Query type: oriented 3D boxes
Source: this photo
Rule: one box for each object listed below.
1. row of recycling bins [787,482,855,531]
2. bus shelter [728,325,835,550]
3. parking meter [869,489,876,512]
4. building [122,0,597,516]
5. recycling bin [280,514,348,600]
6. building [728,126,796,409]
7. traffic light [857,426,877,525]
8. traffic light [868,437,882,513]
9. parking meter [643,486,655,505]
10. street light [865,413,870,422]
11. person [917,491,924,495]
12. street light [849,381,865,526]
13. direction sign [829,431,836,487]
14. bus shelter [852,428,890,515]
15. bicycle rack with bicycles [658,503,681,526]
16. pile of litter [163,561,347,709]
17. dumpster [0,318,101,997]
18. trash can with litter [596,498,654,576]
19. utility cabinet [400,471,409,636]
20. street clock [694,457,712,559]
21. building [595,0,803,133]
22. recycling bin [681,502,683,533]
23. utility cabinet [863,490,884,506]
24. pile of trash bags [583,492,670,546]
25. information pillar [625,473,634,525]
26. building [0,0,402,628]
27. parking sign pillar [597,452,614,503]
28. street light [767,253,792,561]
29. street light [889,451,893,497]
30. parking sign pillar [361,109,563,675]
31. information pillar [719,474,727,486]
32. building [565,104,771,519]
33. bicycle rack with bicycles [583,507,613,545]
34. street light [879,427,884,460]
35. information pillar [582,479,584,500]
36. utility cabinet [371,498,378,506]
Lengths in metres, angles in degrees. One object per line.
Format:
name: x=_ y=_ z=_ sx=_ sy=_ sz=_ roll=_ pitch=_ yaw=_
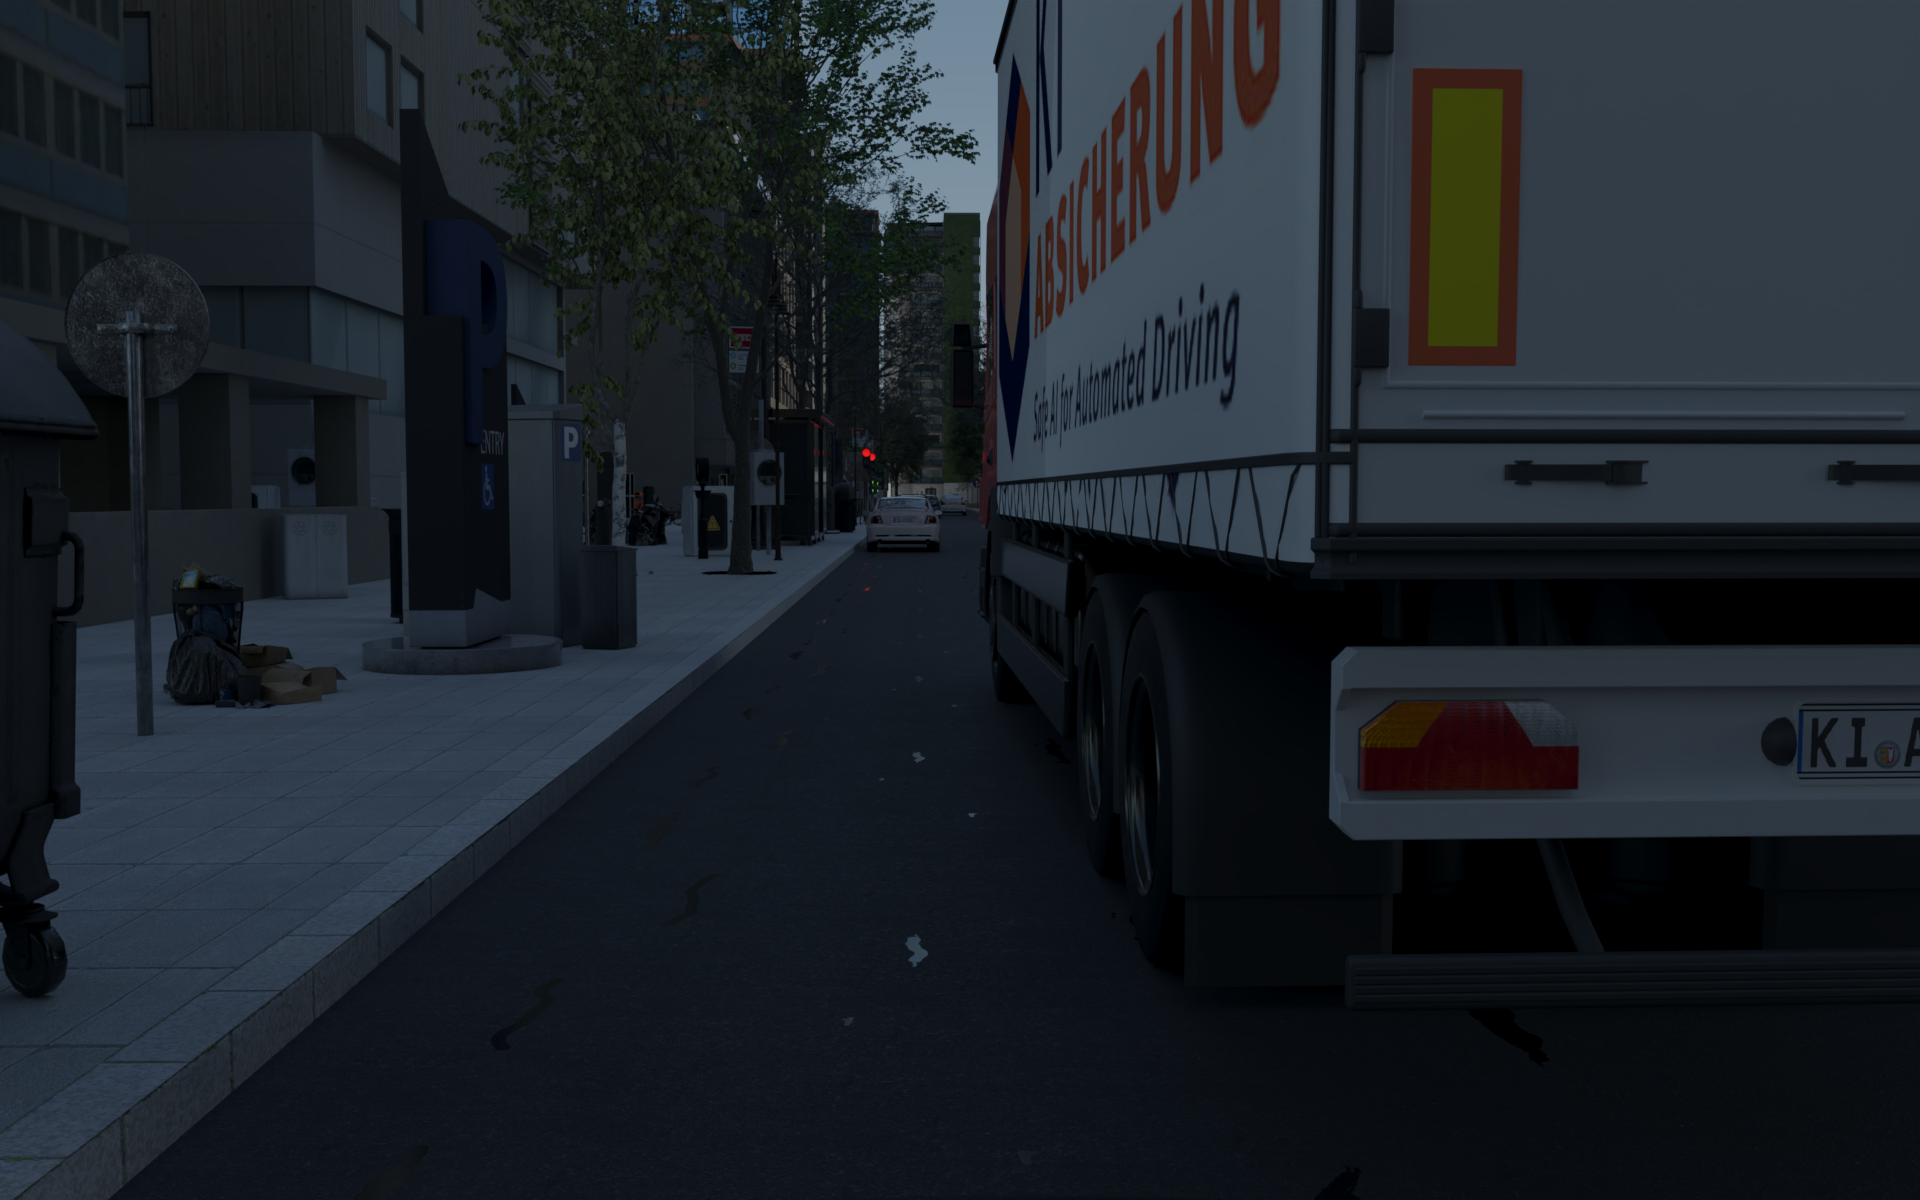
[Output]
row of recycling bins: x=-5.227 y=-3.285 z=60.828 sx=3.534 sy=1.692 sz=1.069 roll=-2 pitch=4 yaw=-35
bus shelter: x=-4.486 y=-4.058 z=43.978 sx=2.179 sy=5.291 sz=8.768 roll=0 pitch=4 yaw=-1
parking meter: x=-4.376 y=-4.783 z=86.621 sx=0.372 sy=1.533 sz=0.369 roll=0 pitch=3 yaw=0
building: x=-25.714 y=-28.039 z=47.674 sx=27.495 sy=52.752 sz=28.713 roll=0 pitch=4 yaw=-1
recycling bin: x=-7.984 y=-0.541 z=21.396 sx=0.722 sy=1.027 sz=0.722 roll=-2 pitch=4 yaw=-25
building: x=-23.588 y=-20.152 z=133.999 sx=19.350 sy=26.468 sz=34.151 roll=0 pitch=4 yaw=-1
traffic light: x=-3.850 y=-5.066 z=71.750 sx=0.839 sy=4.253 sz=0.868 roll=0 pitch=4 yaw=-1
traffic light: x=-4.029 y=-5.554 z=79.733 sx=0.839 sy=4.253 sz=0.868 roll=0 pitch=4 yaw=-1
parking meter: x=-9.761 y=-2.810 z=54.361 sx=0.372 sy=1.533 sz=0.369 roll=0 pitch=3 yaw=0
street light: x=-4.442 y=-6.588 z=80.493 sx=0.468 sy=5.910 sz=1.993 roll=0 pitch=4 yaw=-1
person: x=-3.986 y=-10.040 z=173.459 sx=0.742 sy=1.727 sz=0.445 roll=0 pitch=4 yaw=1
street light: x=-4.195 y=-5.908 z=69.378 sx=0.468 sy=5.910 sz=1.993 roll=0 pitch=4 yaw=-1
direction sign: x=-4.623 y=-4.331 z=62.806 sx=0.379 sy=3.537 sz=0.876 roll=-1 pitch=4 yaw=-20
bus shelter: x=-5.554 y=-7.986 z=108.205 sx=2.179 sy=5.291 sz=8.768 roll=0 pitch=4 yaw=-1
bicycle rack with bicycles: x=-11.378 y=-3.496 z=70.536 sx=2.925 sy=0.926 sz=2.852 roll=1 pitch=4 yaw=21
pile of litter: x=-4.562 y=0.174 z=11.127 sx=1.176 sy=0.858 sz=1.719 roll=-1 pitch=4 yaw=-10
dumpster: x=-2.860 y=0.128 z=3.670 sx=1.264 sy=1.857 sz=1.865 roll=0 pitch=4 yaw=-1
trash can with litter: x=-5.651 y=-0.994 z=27.313 sx=1.678 sy=1.210 sz=2.233 roll=-1 pitch=4 yaw=-21
utility cabinet: x=-4.443 y=-0.430 z=15.718 sx=1.173 sy=1.500 sz=0.318 roll=-3 pitch=5 yaw=-40
street clock: x=-5.076 y=-1.811 z=34.184 sx=0.358 sy=2.002 sz=0.471 roll=-1 pitch=4 yaw=-14
building: x=-31.147 y=-54.895 z=210.197 sx=31.000 sy=86.520 sz=22.319 roll=0 pitch=4 yaw=-1
recycling bin: x=-8.829 y=-2.736 z=57.285 sx=0.722 sy=1.027 sz=0.722 roll=0 pitch=4 yaw=-5
utility cabinet: x=-4.941 y=-5.498 z=98.565 sx=1.173 sy=1.500 sz=0.318 roll=1 pitch=4 yaw=10
pile of trash bags: x=-7.786 y=-2.066 z=43.528 sx=3.447 sy=1.369 sz=1.912 roll=1 pitch=4 yaw=20
information pillar: x=-11.490 y=-3.398 z=60.043 sx=0.304 sy=2.012 sz=0.304 roll=1 pitch=4 yaw=17
building: x=-24.623 y=-20.020 z=19.209 sx=32.217 sy=40.220 sz=23.993 roll=0 pitch=4 yaw=-1
parking sign pillar: x=-16.661 y=-5.761 z=82.657 sx=1.447 sy=3.967 sz=1.447 roll=-1 pitch=4 yaw=-11
street light: x=-3.520 y=-3.703 z=33.340 sx=0.468 sy=5.910 sz=1.993 roll=0 pitch=4 yaw=-1
street light: x=-6.080 y=-10.995 z=152.563 sx=0.468 sy=5.910 sz=1.993 roll=0 pitch=4 yaw=-1
parking sign pillar: x=-3.722 y=-1.492 z=12.863 sx=1.447 sy=3.967 sz=1.447 roll=0 pitch=4 yaw=-1
information pillar: x=-8.661 y=-3.602 z=63.384 sx=0.304 sy=2.012 sz=0.304 roll=0 pitch=4 yaw=-6
building: x=-19.388 y=-17.291 z=101.778 sx=14.314 sy=24.678 sz=30.058 roll=0 pitch=4 yaw=-1
bicycle rack with bicycles: x=-9.771 y=-1.676 z=40.790 sx=2.925 sy=0.926 sz=2.852 roll=2 pitch=4 yaw=27
street light: x=-5.310 y=-8.791 z=116.527 sx=0.468 sy=5.910 sz=1.993 roll=0 pitch=4 yaw=-1
information pillar: x=-19.049 y=-5.045 z=86.971 sx=0.304 sy=2.012 sz=0.304 roll=1 pitch=4 yaw=14
utility cabinet: x=-11.891 y=-1.410 z=34.213 sx=0.306 sy=1.237 sz=1.020 roll=1 pitch=4 yaw=14
